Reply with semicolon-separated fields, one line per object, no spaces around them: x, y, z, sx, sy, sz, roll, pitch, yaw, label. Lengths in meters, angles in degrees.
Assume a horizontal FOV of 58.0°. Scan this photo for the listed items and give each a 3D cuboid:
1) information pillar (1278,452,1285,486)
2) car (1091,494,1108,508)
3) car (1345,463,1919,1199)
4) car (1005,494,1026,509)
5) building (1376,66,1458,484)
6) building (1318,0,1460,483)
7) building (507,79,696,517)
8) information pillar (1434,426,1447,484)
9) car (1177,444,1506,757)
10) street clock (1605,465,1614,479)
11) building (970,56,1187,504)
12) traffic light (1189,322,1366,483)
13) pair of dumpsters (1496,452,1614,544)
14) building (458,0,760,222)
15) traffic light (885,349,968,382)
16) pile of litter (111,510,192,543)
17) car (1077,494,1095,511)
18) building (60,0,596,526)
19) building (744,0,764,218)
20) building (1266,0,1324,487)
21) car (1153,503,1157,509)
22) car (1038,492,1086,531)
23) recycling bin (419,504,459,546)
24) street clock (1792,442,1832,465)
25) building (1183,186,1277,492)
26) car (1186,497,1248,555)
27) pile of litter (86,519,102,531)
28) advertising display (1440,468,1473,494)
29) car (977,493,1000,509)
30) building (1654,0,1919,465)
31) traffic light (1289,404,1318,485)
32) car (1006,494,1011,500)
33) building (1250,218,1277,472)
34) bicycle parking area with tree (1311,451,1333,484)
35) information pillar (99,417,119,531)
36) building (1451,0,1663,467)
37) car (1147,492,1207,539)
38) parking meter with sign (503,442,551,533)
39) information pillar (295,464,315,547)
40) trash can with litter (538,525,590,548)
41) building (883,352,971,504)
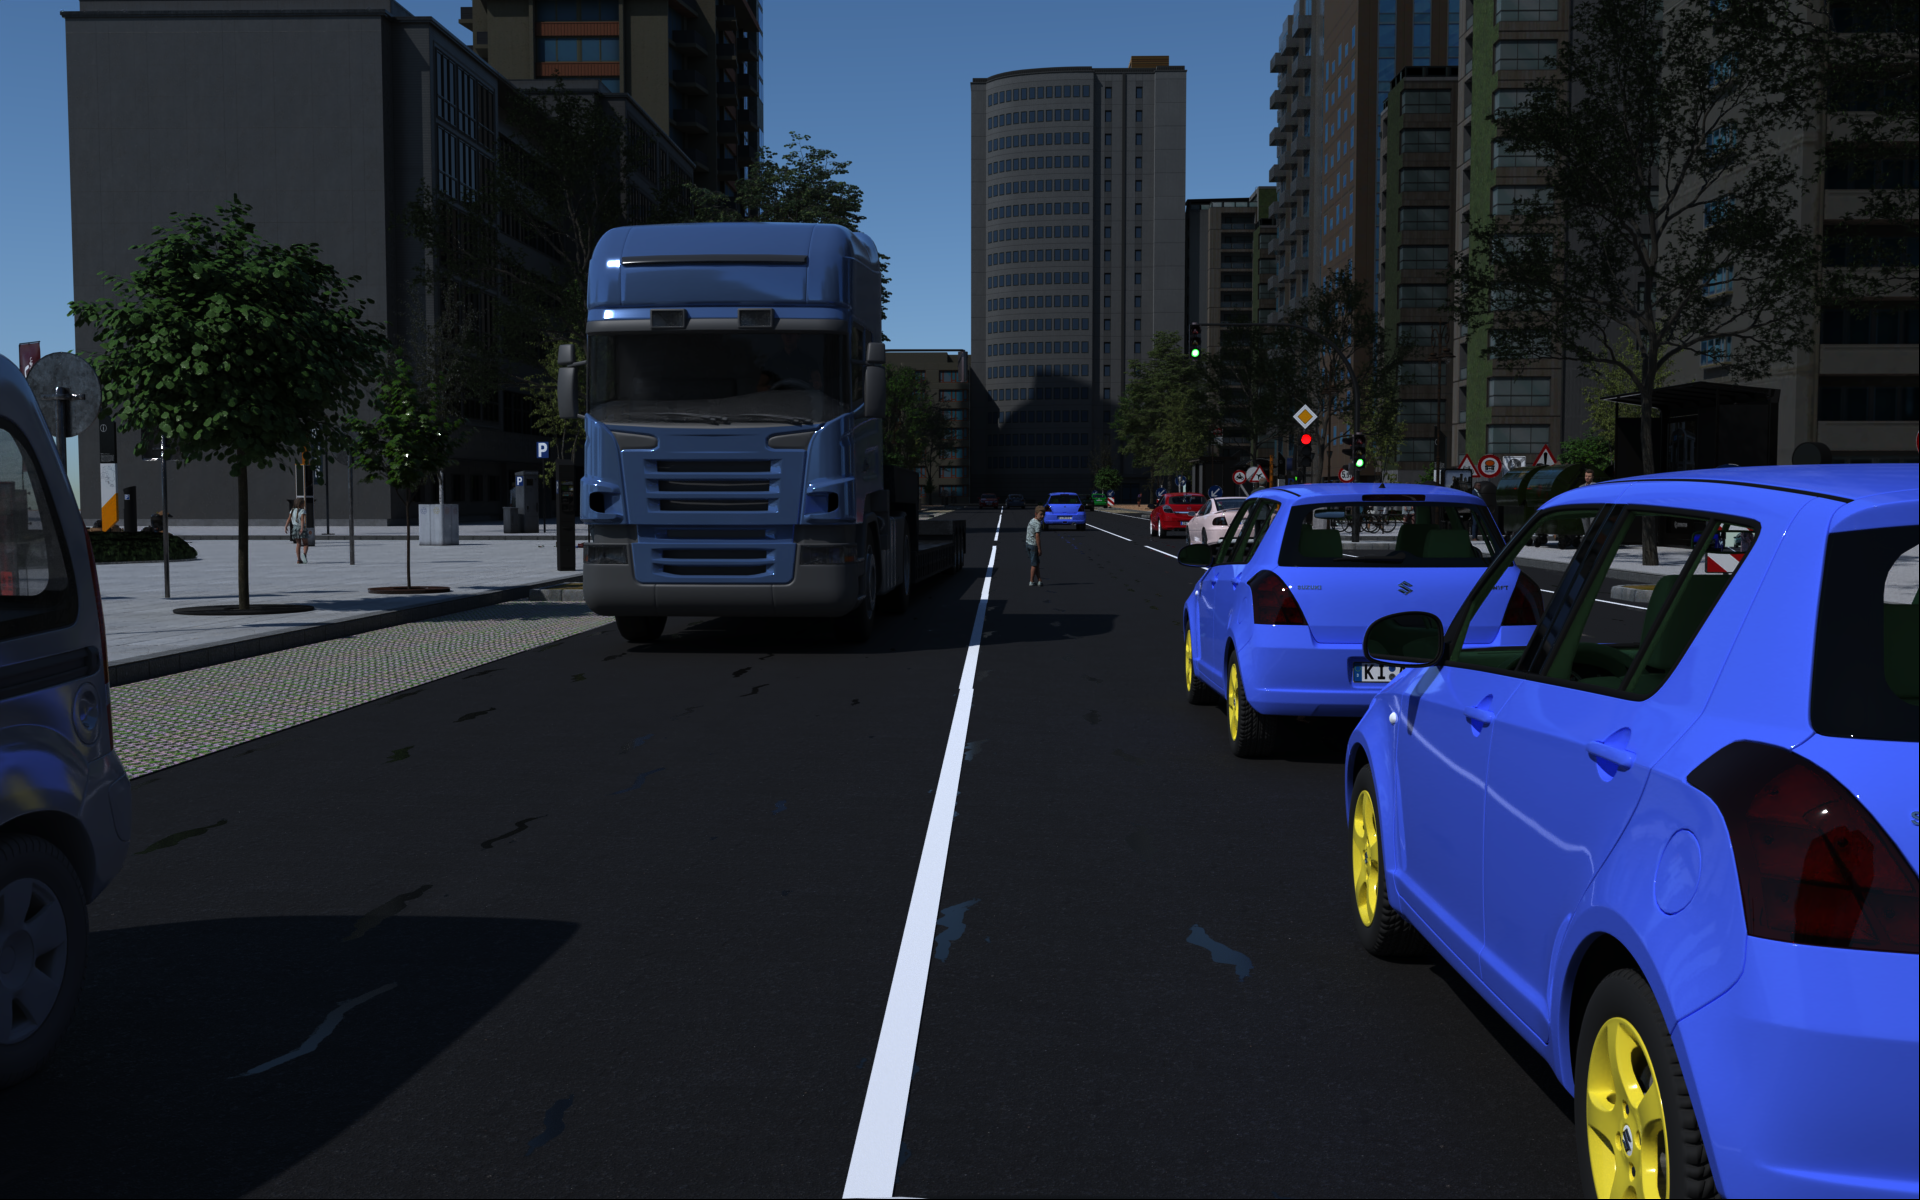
17.772;-6.390;95.824;0.504;3.616;0.183;-2;4;-33;information pillar
13.555;-9.874;170.237;1.959;1.807;4.718;0;4;2;car
2.041;0.326;4.265;1.945;1.707;3.694;0;4;2;car
5.403;-9.556;168.238;2.014;1.417;4.499;0;4;0;car
36.166;-21.332;120.485;14.160;30.474;14.107;0;4;1;building
36.972;-29.826;137.758;14.600;45.320;14.200;0;4;1;building
-25.741;-19.356;109.983;14.314;27.812;24.014;0;4;1;building
16.379;-4.146;59.139;0.183;3.616;0.504;-2;4;-35;information pillar
2.352;-0.068;10.706;1.945;1.707;3.694;0;4;2;car
16.147;-2.342;42.855;0.471;2.002;0.358;1;4;18;street clock
15.599;-42.494;236.773;28.212;58.520;21.231;0;4;1;building
8.428;-4.363;46.007;4.771;5.953;1.251;0;4;1;traffic light
14.383;-2.414;41.961;1.574;2.255;4.437;0;4;2;pair of dumpsters
-28.691;-29.940;144.142;22.147;44.769;28.867;0;4;1;building
-2.133;-4.878;54.430;4.771;5.953;1.251;0;4;1;traffic light
-21.060;-1.922;45.391;1.719;0.858;1.176;1;4;18;pile of litter
10.322;-8.262;144.866;2.009;1.686;4.222;0;4;2;car
-27.707;-16.150;83.119;14.314;24.678;30.058;0;4;1;building
-32.861;-53.041;179.899;31.000;86.520;22.319;0;4;1;building
40.789;-33.042;159.839;23.786;49.044;30.456;0;4;1;building
11.644;-5.047;95.093;1.945;1.354;3.894;0;4;0;car
4.061;-3.612;68.651;1.945;1.707;3.694;0;3;0;car
-13.050;-1.885;43.375;0.722;1.027;0.722;1;4;17;recycling bin
11.890;-1.202;24.221;0.358;2.002;0.471;-2;4;-27;street clock
37.145;-33.568;232.428;14.086;41.232;14.154;0;4;1;building
6.666;-1.828;42.247;2.083;1.381;4.827;0;4;0;car
-28.396;-2.667;57.575;1.719;0.858;1.176;1;4;20;pile of litter
12.556;-2.362;43.836;0.974;1.923;0.123;-2;4;-28;advertising display
2.753;-9.651;166.830;2.155;1.783;4.494;0;4;0;car
43.635;-27.741;77.275;21.600;48.544;21.300;0;4;1;building
10.730;-3.985;54.077;0.839;4.253;0.868;0;4;1;traffic light
6.107;-11.252;195.964;2.014;1.417;4.499;0;4;-1;car
37.577;-25.146;182.840;14.160;30.474;14.107;0;4;1;building
24.640;-7.990;117.642;9.016;4.147;8.231;1;4;12;bicycle parking area with tree
-22.991;-3.389;46.765;0.504;3.616;0.183;1;4;14;information pillar
35.554;-25.353;98.110;14.154;41.232;14.086;0;4;1;building
7.316;-2.946;57.204;2.155;1.783;4.494;0;4;1;car
-14.281;-3.716;57.011;0.543;3.016;1.738;2;4;30;parking meter with sign
-16.037;-2.320;42.424;0.304;2.012;0.304;2;4;26;information pillar
-9.028;-1.875;41.710;2.233;1.210;1.678;1;4;11;trash can with litter
-12.870;-24.253;241.579;28.899;21.520;27.650;0;4;1;building
